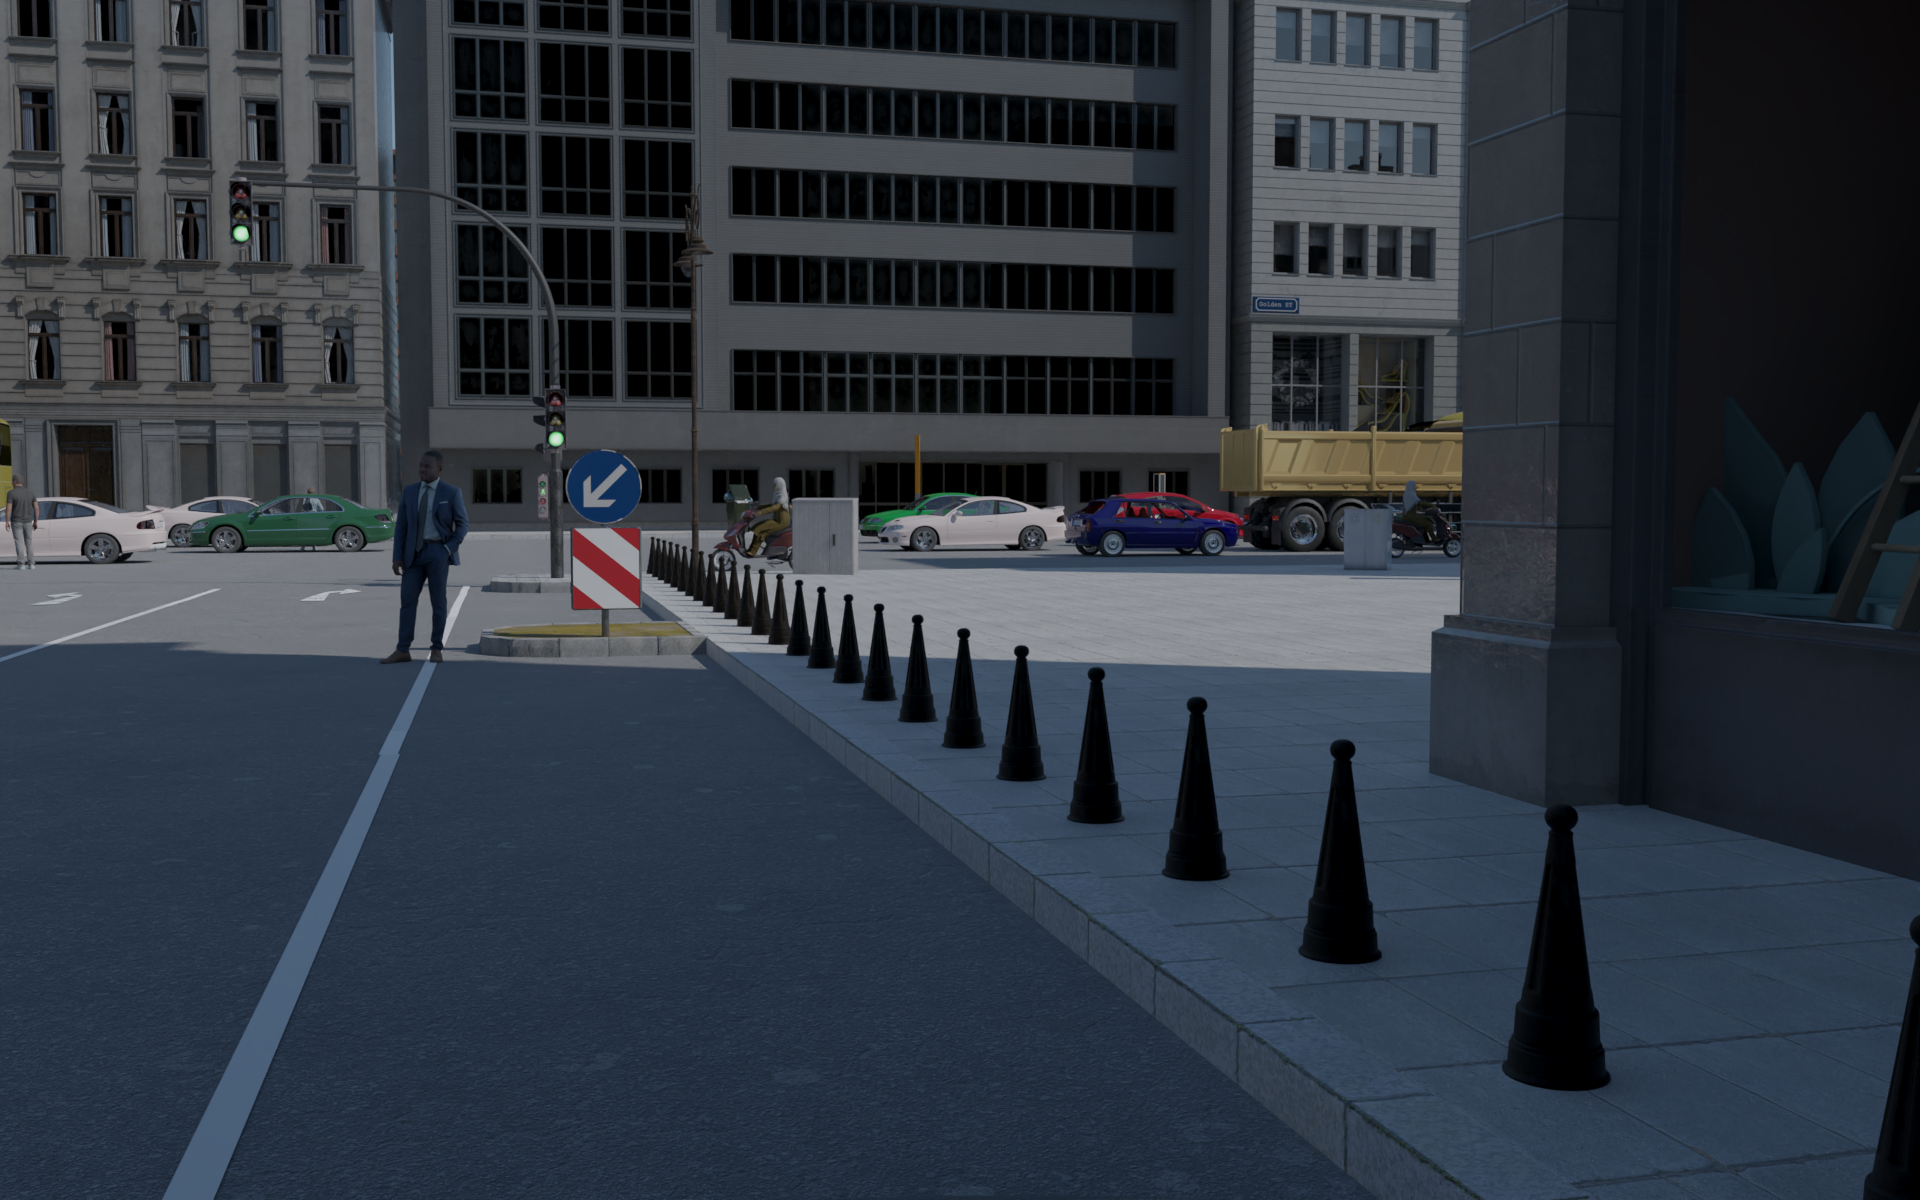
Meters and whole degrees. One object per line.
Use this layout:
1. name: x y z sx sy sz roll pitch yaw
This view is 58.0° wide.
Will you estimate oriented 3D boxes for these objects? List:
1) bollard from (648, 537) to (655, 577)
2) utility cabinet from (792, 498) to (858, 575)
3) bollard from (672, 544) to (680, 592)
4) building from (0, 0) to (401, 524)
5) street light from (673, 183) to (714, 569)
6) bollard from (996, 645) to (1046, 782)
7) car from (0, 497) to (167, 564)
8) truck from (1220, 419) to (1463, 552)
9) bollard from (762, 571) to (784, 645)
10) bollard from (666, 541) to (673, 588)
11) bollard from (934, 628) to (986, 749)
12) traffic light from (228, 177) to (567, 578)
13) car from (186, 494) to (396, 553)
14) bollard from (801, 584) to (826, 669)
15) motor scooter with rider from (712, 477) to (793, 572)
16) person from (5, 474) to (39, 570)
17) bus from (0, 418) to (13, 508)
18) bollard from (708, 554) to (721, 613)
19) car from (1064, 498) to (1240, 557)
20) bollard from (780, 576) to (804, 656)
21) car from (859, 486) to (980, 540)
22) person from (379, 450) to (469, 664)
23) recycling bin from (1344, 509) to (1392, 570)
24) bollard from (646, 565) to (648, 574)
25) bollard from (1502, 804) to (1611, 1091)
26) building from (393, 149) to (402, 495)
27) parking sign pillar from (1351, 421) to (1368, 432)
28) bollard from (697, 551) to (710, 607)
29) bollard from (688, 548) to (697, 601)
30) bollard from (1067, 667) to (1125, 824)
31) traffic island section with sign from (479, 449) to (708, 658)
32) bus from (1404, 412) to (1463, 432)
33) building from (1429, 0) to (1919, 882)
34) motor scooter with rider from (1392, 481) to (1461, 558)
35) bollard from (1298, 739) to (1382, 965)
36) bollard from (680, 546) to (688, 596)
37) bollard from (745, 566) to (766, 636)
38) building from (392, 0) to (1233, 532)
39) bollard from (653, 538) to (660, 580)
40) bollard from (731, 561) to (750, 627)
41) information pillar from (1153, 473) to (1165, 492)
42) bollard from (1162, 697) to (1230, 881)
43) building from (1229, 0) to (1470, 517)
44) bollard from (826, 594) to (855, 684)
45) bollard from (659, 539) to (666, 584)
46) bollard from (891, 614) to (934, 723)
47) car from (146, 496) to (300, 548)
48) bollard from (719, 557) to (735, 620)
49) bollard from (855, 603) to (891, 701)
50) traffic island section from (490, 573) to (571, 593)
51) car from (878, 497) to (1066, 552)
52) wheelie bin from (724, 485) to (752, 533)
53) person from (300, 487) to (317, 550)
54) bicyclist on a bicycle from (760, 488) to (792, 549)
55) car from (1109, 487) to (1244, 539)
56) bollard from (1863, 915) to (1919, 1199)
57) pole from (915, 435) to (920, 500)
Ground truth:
1. bollard: -4.658 -0.655 26.757 0.229 0.601 0.229 0 3 0
2. utility cabinet: -2.153 -1.008 27.636 1.020 1.237 0.306 1 4 13
3. bollard: -3.620 -0.412 22.776 0.229 0.601 0.229 0 3 0
4. building: -28.470 -12.773 57.982 18.267 20.994 9.793 -1 4 -15
5. street light: -4.017 -3.263 26.142 0.468 5.910 1.993 -1 4 -15
6. bollard: 0.277 0.503 7.816 0.229 0.601 0.229 0 3 0
7. car: -19.017 -1.431 35.758 4.827 1.381 2.083 -1 4 -15
8. truck: 11.702 -2.978 44.610 9.791 3.379 3.469 -1 4 -13
9. bollard: -1.537 0.076 14.792 0.229 0.601 0.229 0 3 0
10. bollard: -3.878 -0.473 23.770 0.229 0.601 0.229 0 3 0
11. bollard: 0.019 0.442 8.810 0.229 0.601 0.229 0 3 0
12. traffic light: -8.183 -3.120 25.683 4.771 5.953 1.251 -1 4 -15
13. car: -16.531 -1.907 42.974 4.920 1.459 2.131 -1 4 -14
14. bollard: -1.023 0.198 12.799 0.229 0.601 0.229 0 3 0
15. motor scooter with rider: -3.568 -1.386 31.622 1.986 1.779 0.876 -1 4 -14
16. person: -17.867 -1.489 32.968 0.598 1.807 0.434 -3 5 -44
17. bus: -31.887 -3.290 45.342 12.252 3.916 2.896 -1 4 -15
18. bollard: -2.580 -0.168 18.781 0.229 0.601 0.229 0 3 0
19. car: 4.480 -1.703 40.432 3.894 1.354 1.945 -1 4 -17
20. bollard: -1.280 0.137 13.798 0.229 0.601 0.229 0 3 0
21. car: -0.633 -2.586 51.077 4.718 1.807 1.959 -1 4 -15
22. person: -4.559 -0.373 14.774 0.721 1.800 0.419 0 4 -5
23. recycling bin: 6.951 -1.036 29.501 0.722 1.027 0.722 1 4 21
24. bollard: -4.924 -0.717 27.763 0.229 0.601 0.229 0 3 0
25. bollard: 1.318 0.748 3.814 0.229 0.601 0.229 0 3 0
26. building: -67.995 -34.495 218.614 28.867 44.769 22.147 -1 4 -15
27. parking sign pillar: 14.313 -4.603 63.726 1.447 3.967 1.447 1 4 8
28. bollard: -2.842 -0.229 19.790 0.229 0.601 0.229 0 3 0
29. bollard: -3.103 -0.290 20.784 0.229 0.601 0.229 0 3 0
30. bollard: 0.536 0.564 6.823 0.229 0.601 0.229 0 3 0
31. traffic island section with sign: -3.460 -0.461 16.159 1.989 1.847 2.006 -1 4 -15
32. bus: 18.748 -3.698 52.014 12.252 3.916 2.896 -1 4 -15
33. building: 6.785 -9.555 7.133 10.553 20.767 40.483 -1 4 -15
34. motor scooter with rider: 10.385 -1.828 38.851 1.986 1.779 0.876 -1 4 -13
35. bollard: 1.061 0.687 4.815 0.229 0.601 0.229 0 3 0
36. bollard: -3.357 -0.351 21.779 0.229 0.601 0.229 0 3 0
37. bollard: -1.802 0.015 15.790 0.229 0.601 0.229 0 3 0
38. building: -5.654 -15.127 66.397 30.058 24.678 14.314 -1 4 -15
39. bollard: -4.397 -0.595 25.764 0.229 0.601 0.229 0 3 0
40. bollard: -2.060 -0.045 16.784 0.229 0.601 0.229 0 3 0
41. information pillar: 7.112 -3.507 61.834 0.304 2.012 0.304 -3 5 -40
42. bollard: 0.796 0.625 5.829 0.229 0.601 0.229 0 3 0
43. building: 23.661 -18.039 72.424 29.804 29.767 11.434 -1 4 -15
44. bollard: -0.759 0.259 11.806 0.229 0.601 0.229 0 3 0
45. bollard: -4.135 -0.534 24.769 0.229 0.601 0.229 0 3 0
46. bollard: -0.239 0.382 9.804 0.229 0.601 0.229 0 3 0
47. car: -19.641 -2.141 47.363 4.827 1.381 2.083 -1 4 -13
48. bollard: -2.320 -0.106 17.777 0.229 0.601 0.229 0 3 0
49. bollard: -0.504 0.320 10.805 0.229 0.601 0.229 0 3 0
50. traffic island section: -6.139 -0.256 26.471 2.009 0.180 2.903 -1 4 -15
51. car: 0.315 -1.941 44.103 4.827 1.381 2.083 -1 4 -14
52. wheelie bin: -7.432 -3.047 57.727 0.980 1.594 0.693 -3 4 -37
53. person: -16.627 -2.085 44.398 0.589 1.601 0.330 -1 4 -16
54. bicyclist on a bicycle: -4.512 -2.134 44.910 1.625 1.676 1.499 -1 4 -16
55. car: 5.868 -2.397 48.232 4.494 1.783 2.155 -1 4 -16
56. bollard: 1.577 0.809 2.820 0.229 0.601 0.229 0 3 0
57. pole: -1.467 -4.041 59.912 0.158 3.312 0.155 0 3 0
